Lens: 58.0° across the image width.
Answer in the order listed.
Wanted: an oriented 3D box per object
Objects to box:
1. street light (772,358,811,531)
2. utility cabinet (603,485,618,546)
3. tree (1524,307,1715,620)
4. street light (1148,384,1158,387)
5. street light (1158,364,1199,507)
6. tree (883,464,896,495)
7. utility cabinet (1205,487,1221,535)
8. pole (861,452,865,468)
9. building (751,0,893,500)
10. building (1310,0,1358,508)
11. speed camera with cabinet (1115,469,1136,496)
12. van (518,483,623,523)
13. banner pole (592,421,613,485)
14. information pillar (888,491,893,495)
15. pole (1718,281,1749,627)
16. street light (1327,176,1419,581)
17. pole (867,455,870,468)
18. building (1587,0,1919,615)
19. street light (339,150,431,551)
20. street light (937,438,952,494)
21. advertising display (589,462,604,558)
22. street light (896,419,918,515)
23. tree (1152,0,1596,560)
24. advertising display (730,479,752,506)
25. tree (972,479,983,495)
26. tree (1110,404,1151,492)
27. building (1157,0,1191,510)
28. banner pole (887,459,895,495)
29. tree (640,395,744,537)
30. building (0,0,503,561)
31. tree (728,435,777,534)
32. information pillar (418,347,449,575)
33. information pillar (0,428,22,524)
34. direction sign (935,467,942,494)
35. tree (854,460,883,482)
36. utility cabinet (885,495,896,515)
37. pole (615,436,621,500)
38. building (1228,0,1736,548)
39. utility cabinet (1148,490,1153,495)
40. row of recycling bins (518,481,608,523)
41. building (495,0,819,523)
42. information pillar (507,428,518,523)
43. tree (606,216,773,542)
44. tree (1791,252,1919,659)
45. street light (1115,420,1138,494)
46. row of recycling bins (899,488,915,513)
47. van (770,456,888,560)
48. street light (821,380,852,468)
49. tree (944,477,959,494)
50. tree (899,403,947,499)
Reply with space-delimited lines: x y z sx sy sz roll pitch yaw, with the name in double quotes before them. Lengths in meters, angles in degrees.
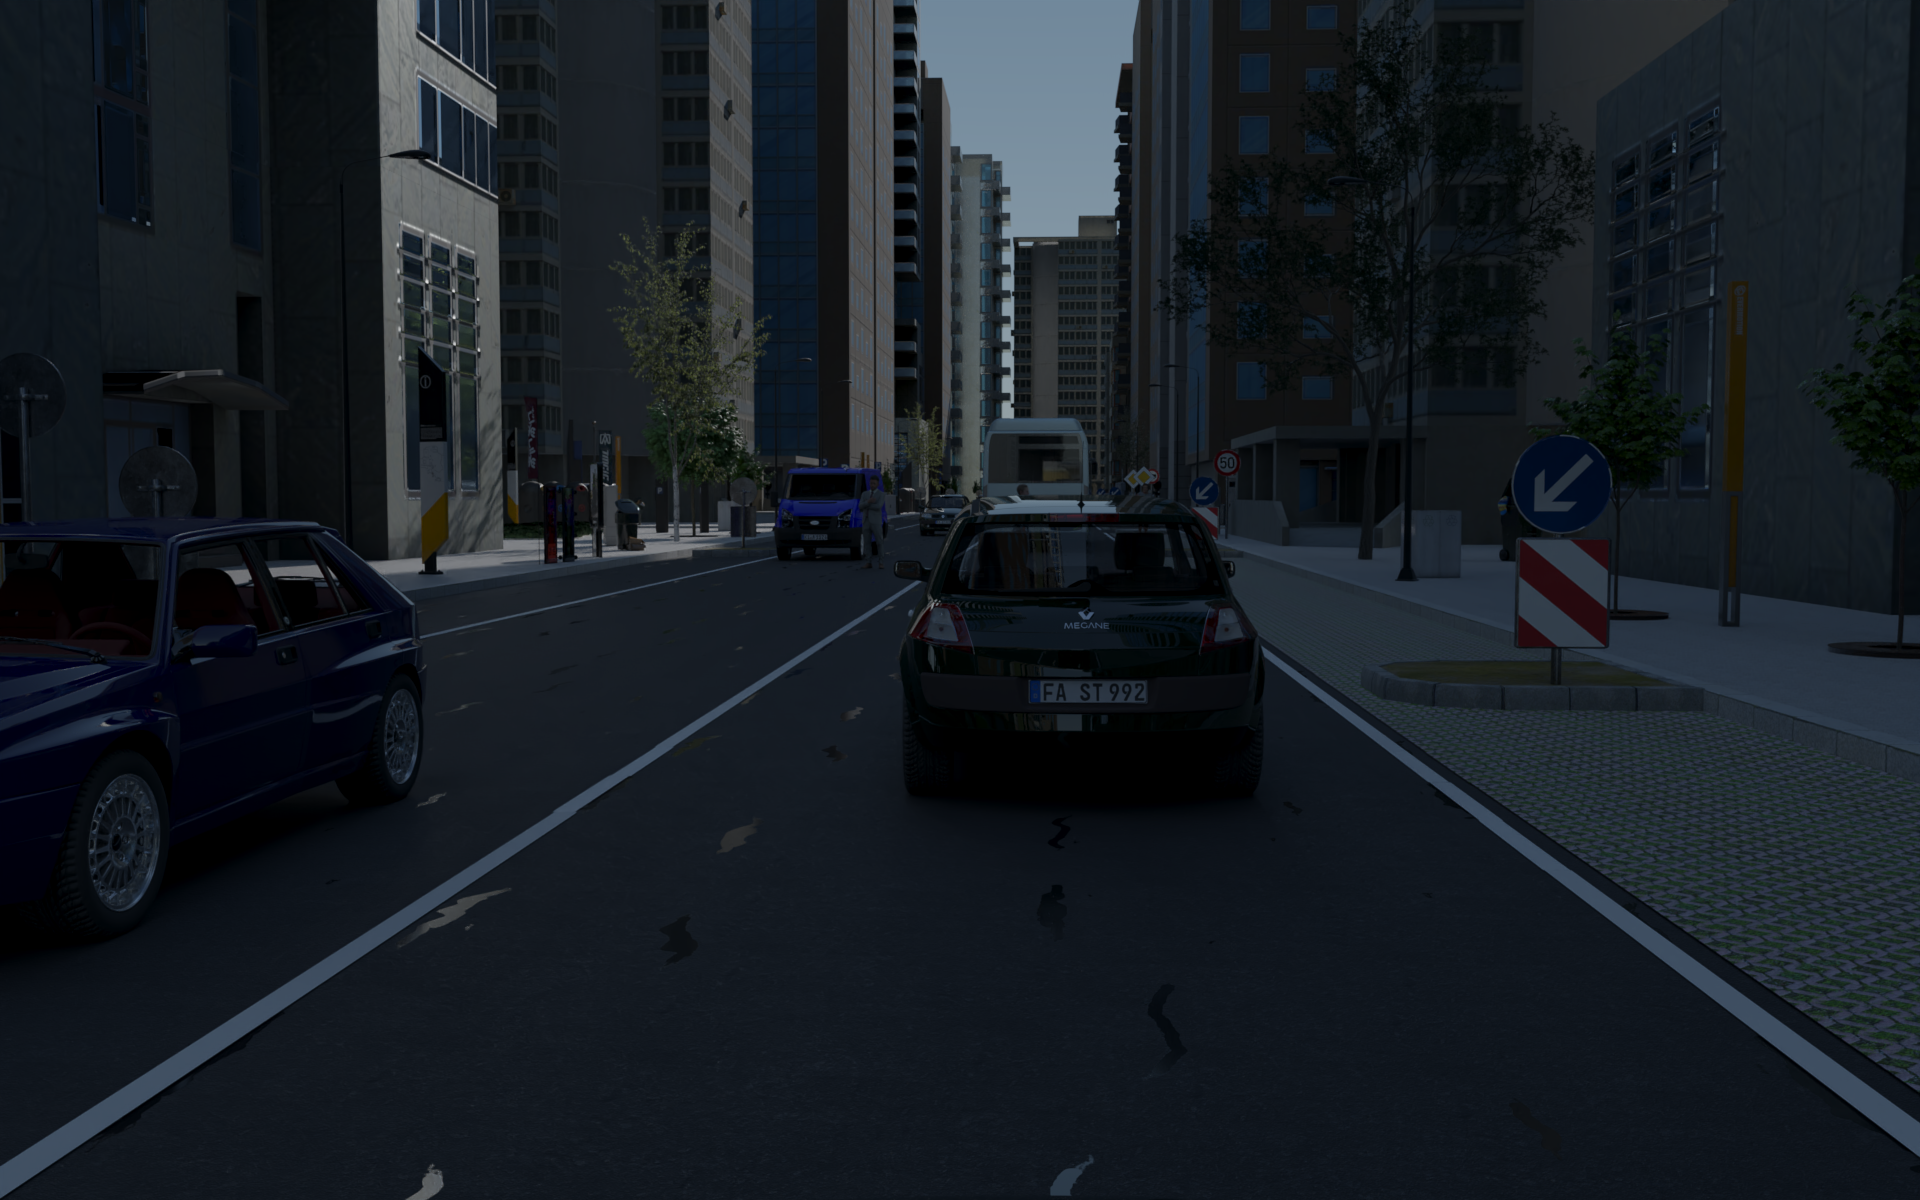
"street light" -5.778 -5.312 59.388 1.470 5.913 1.316 0 4 3
"utility cabinet" -8.697 -2.101 43.032 0.318 1.500 1.173 -1 4 -15
"tree" 6.868 -1.438 18.119 1.663 3.219 1.824 0 3 0
"street light" 8.631 -6.151 73.111 1.470 5.913 1.316 0 4 3
"street light" 7.974 -5.474 62.037 1.470 5.913 1.316 0 4 3
"tree" -4.731 -7.075 110.282 1.663 3.219 1.824 0 3 0
"utility cabinet" 7.839 -2.760 53.810 0.318 1.500 1.173 1 4 18
"pole" -4.720 -5.515 84.014 0.158 3.312 0.155 0 3 0
"building" -12.600 -29.503 132.488 14.600 45.320 14.200 0 4 3
"building" 21.534 -29.262 128.542 14.600 45.320 14.200 0 4 3
"speed camera with cabinet" 12.943 -8.628 135.404 0.660 3.252 2.038 3 5 40
"van" -15.008 -3.639 66.505 4.112 2.044 2.013 0 4 3
"banner pole" -12.344 -4.255 59.587 0.863 3.779 0.401 0 4 3
"information pillar" -5.094 -7.458 126.433 0.304 2.012 0.304 3 5 39
"pole" 7.463 -1.399 16.711 0.158 3.312 0.155 0 3 0
"street light" 6.071 -3.237 25.473 1.470 5.913 1.316 0 4 3
"pole" -4.761 -5.872 89.852 0.158 3.312 0.155 0 3 0
"building" 20.739 -42.658 10.129 22.319 86.520 31.000 0 4 3
"street light" -7.828 -3.119 23.543 1.470 5.913 1.316 0 4 3
"street light" -1.331 -10.391 142.437 1.470 5.913 1.316 0 4 3
"advertising display" -7.417 -1.843 35.354 0.123 1.923 0.974 -1 4 -21
"street light" -3.270 -8.212 106.804 1.470 5.913 1.316 0 4 3
"tree" 7.886 -6.048 33.290 8.767 10.594 7.601 0 4 6
"advertising display" -7.829 -3.468 61.910 0.974 1.923 0.123 2 4 35
"tree" 2.000 -13.623 217.329 1.663 3.219 1.824 0 3 0
"tree" 13.993 -11.586 139.786 4.360 8.622 3.978 0 3 0
"building" 21.986 -34.063 98.921 21.231 58.520 28.212 0 4 3
"banner pole" -4.958 -8.167 123.541 0.863 3.779 0.401 -3 5 -40
"tree" -7.977 -4.182 52.092 4.285 4.588 4.351 0 3 0
"building" -20.614 -43.431 22.762 22.319 86.520 31.000 0 4 3
"tree" -7.002 -3.759 56.056 1.663 3.219 1.824 0 3 0
"information pillar" -8.375 -2.212 27.518 0.504 3.616 0.183 1 4 22
"information pillar" -9.007 -0.723 16.312 0.304 2.012 0.304 2 4 23
"direction sign" -1.819 -9.398 145.654 0.379 3.537 0.876 -3 5 -40
"tree" -5.788 -6.385 98.990 1.663 3.219 1.824 0 3 0
"utility cabinet" -4.375 -5.680 104.035 1.020 1.237 0.306 0 4 -8
"pole" -12.057 -4.115 61.120 0.158 3.312 0.155 0 3 0
"building" 24.364 -21.742 47.370 32.217 40.220 23.993 0 4 3
"utility cabinet" 9.734 -4.912 88.983 0.318 1.500 1.173 1 4 11
"row of recycling bins" -13.045 -3.059 57.136 1.069 1.692 3.534 3 4 39
"building" -23.178 -23.939 83.282 32.217 40.220 23.993 0 4 3
"information pillar" -15.848 -4.283 61.382 0.504 3.616 0.183 3 4 37
"tree" -7.450 -5.876 46.431 4.360 8.622 3.978 0 3 0
"tree" 7.681 -1.173 13.778 1.663 3.219 1.824 0 3 0
"street light" 10.576 -8.330 108.744 1.470 5.913 1.316 0 4 3
"row of recycling bins" -3.824 -7.027 122.007 1.069 1.692 3.534 0 4 7
"van" -2.886 -2.133 39.266 2.240 2.365 5.245 0 4 4
"street light" -5.093 -6.010 70.798 1.470 5.913 1.316 0 4 3
"tree" -0.657 -11.044 175.176 1.663 3.219 1.824 0 3 0
"tree" -2.795 -11.428 137.215 4.360 8.622 3.978 0 3 0
